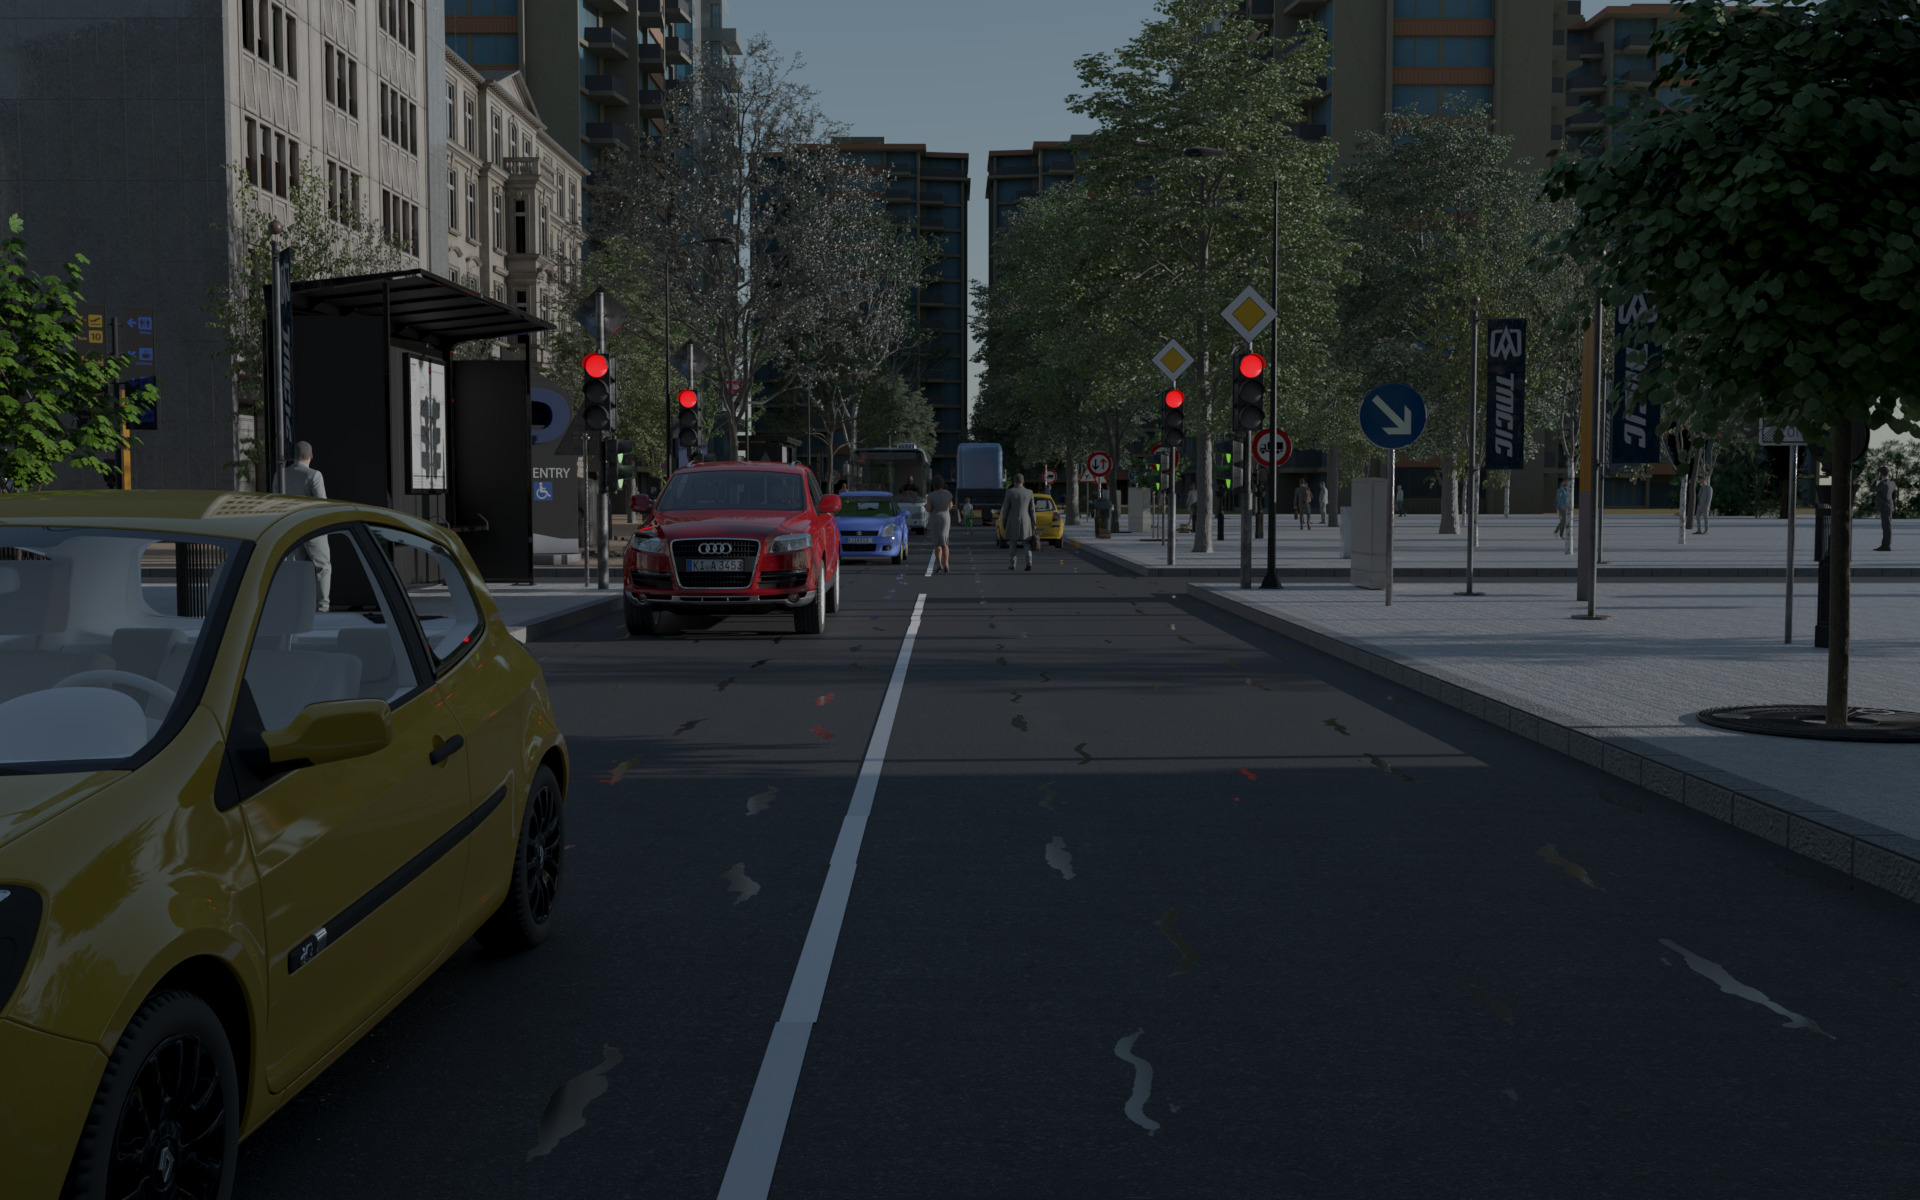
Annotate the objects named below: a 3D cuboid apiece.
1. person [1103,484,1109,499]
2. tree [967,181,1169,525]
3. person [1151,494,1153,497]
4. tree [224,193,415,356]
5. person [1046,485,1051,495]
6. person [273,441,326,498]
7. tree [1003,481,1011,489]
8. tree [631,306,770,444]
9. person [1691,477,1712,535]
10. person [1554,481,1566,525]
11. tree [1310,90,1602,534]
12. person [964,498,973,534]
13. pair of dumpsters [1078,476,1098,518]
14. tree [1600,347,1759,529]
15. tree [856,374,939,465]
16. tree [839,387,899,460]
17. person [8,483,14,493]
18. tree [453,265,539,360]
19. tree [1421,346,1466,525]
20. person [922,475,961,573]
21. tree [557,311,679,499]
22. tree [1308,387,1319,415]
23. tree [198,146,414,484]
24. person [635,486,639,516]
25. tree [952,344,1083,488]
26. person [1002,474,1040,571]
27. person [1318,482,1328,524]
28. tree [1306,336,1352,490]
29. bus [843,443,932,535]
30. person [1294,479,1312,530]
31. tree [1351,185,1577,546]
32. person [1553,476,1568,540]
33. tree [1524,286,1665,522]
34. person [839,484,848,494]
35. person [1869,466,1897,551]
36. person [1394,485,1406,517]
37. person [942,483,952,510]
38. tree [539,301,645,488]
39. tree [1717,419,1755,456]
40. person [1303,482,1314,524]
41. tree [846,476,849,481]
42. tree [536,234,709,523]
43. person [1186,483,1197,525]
[{"bbox_3d":[6.509,-4.203,75.512,0.760,1.731,0.466,3,5,42],"label":"person"},{"bbox_3d":[4.660,-10.038,70.782,9.857,13.997,8.962,0,3,0],"label":"tree"},{"bbox_3d":[19.343,-10.502,178.572,1.217,1.723,0.721,-1,4,-18],"label":"person"},{"bbox_3d":[-15.072,-5.591,41.771,4.360,8.622,3.978,0,3,0],"label":"tree"},{"bbox_3d":[4.762,-5.414,94.911,0.444,1.785,0.601,0,4,-2],"label":"person"},{"bbox_3d":[-6.575,-0.687,17.381,0.635,1.810,0.391,0,4,5],"label":"person"},{"bbox_3d":[3.638,-12.195,183.095,4.285,4.588,4.351,0,3,0],"label":"tree"},{"bbox_3d":[-14.004,-10.209,92.679,9.928,11.665,9.643,0,3,0],"label":"tree"},{"bbox_3d":[23.603,-2.986,54.960,0.391,1.810,0.635,-1,4,-17],"label":"person"},{"bbox_3d":[24.935,-4.014,71.766,0.616,1.811,0.778,2,4,30],"label":"person"},{"bbox_3d":[15.850,-9.096,55.381,9.857,13.997,8.962,0,3,0],"label":"tree"},{"bbox_3d":[0.303,-2.979,61.462,0.306,1.304,0.590,-1,4,-18],"label":"person"},{"bbox_3d":[6.680,-5.546,93.172,1.574,2.255,4.437,0,4,0],"label":"pair of dumpsters"},{"bbox_3d":[26.659,-7.838,62.558,8.767,10.594,7.601,-1,4,-11],"label":"tree"},{"bbox_3d":[-6.423,-16.560,177.403,9.857,13.997,8.962,0,3,0],"label":"tree"},{"bbox_3d":[-6.098,-10.222,117.497,4.360,8.622,3.978,0,3,0],"label":"tree"},{"bbox_3d":[-19.511,-1.807,35.610,0.620,1.820,0.660,-1,4,-13],"label":"person"},{"bbox_3d":[-16.410,-6.491,56.489,4.360,8.622,3.978,0,3,0],"label":"tree"},{"bbox_3d":[20.608,-7.377,70.980,4.360,8.622,3.978,0,3,0],"label":"tree"},{"bbox_3d":[-0.334,-1.391,31.602,0.716,1.782,0.532,-2,4,-25],"label":"person"},{"bbox_3d":[-13.797,-7.235,68.653,4.737,8.622,4.395,0,3,0],"label":"tree"},{"bbox_3d":[13.285,-10.018,89.546,9.928,11.665,9.643,0,3,0],"label":"tree"},{"bbox_3d":[-14.412,-5.319,37.323,4.737,8.622,4.395,0,3,0],"label":"tree"},{"bbox_3d":[-18.389,-5.604,98.412,0.466,1.731,0.760,-3,5,-45],"label":"person"},{"bbox_3d":[4.679,-12.923,128.297,9.611,12.733,9.660,0,3,0],"label":"tree"},{"bbox_3d":[1.123,-1.457,32.424,0.694,1.812,0.767,-1,4,-11],"label":"person"},{"bbox_3d":[15.585,-4.169,74.304,0.391,1.810,0.635,0,4,8],"label":"person"},{"bbox_3d":[17.813,-7.828,78.350,4.737,8.622,4.395,0,3,0],"label":"tree"},{"bbox_3d":[-2.460,-4.215,63.776,2.948,3.499,13.247,0,4,0],"label":"bus"},{"bbox_3d":[12.320,-3.435,62.174,0.622,1.834,0.822,0,4,4],"label":"person"},{"bbox_3d":[12.865,-5.628,42.387,4.737,8.622,4.395,0,3,0],"label":"tree"},{"bbox_3d":[16.974,-2.594,48.803,0.601,1.785,0.444,-3,5,-43],"label":"person"},{"bbox_3d":[29.311,-9.479,80.743,9.928,11.665,9.643,0,3,0],"label":"tree"},{"bbox_3d":[-5.684,-4.795,84.716,0.520,1.790,0.573,0,4,-5],"label":"person"},{"bbox_3d":[20.715,-2.049,38.902,0.474,1.900,0.648,3,5,42],"label":"person"},{"bbox_3d":[24.808,-5.573,97.641,0.515,1.767,0.782,0,4,-8],"label":"person"},{"bbox_3d":[-0.533,-2.850,55.453,0.532,1.782,0.716,2,4,28],"label":"person"},{"bbox_3d":[-13.263,-6.874,62.752,4.360,8.622,3.978,0,3,0],"label":"tree"},{"bbox_3d":[18.625,-5.757,44.496,4.360,8.622,3.978,0,3,0],"label":"tree"},{"bbox_3d":[15.047,-4.216,75.179,0.606,1.804,0.583,-3,5,-41],"label":"person"},{"bbox_3d":[-6.883,-8.988,130.662,4.285,4.588,4.351,0,3,0],"label":"tree"},{"bbox_3d":[-14.942,-9.668,76.200,7.486,12.596,7.792,0,3,0],"label":"tree"},{"bbox_3d":[9.592,-3.930,71.054,0.760,1.731,0.466,2,4,24],"label":"person"}]
